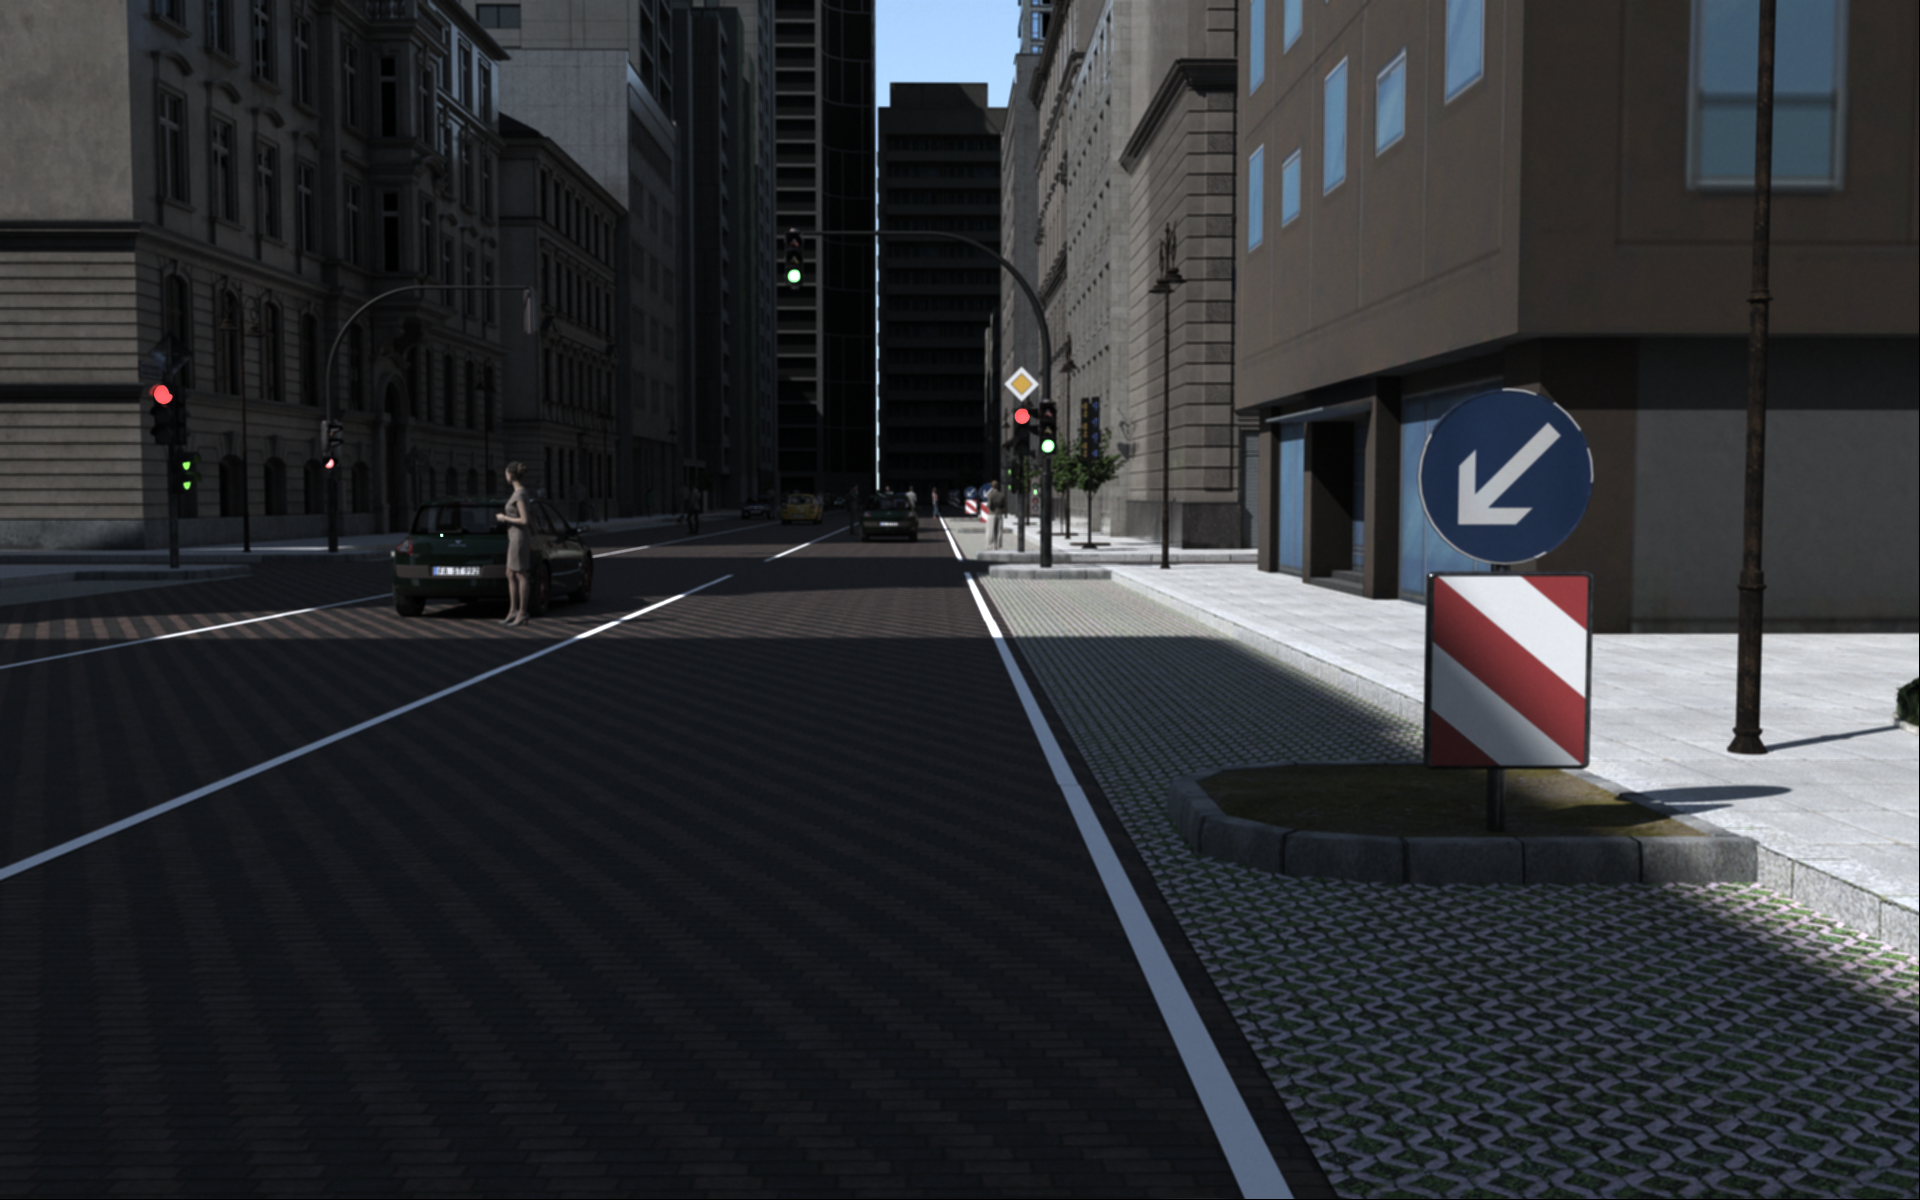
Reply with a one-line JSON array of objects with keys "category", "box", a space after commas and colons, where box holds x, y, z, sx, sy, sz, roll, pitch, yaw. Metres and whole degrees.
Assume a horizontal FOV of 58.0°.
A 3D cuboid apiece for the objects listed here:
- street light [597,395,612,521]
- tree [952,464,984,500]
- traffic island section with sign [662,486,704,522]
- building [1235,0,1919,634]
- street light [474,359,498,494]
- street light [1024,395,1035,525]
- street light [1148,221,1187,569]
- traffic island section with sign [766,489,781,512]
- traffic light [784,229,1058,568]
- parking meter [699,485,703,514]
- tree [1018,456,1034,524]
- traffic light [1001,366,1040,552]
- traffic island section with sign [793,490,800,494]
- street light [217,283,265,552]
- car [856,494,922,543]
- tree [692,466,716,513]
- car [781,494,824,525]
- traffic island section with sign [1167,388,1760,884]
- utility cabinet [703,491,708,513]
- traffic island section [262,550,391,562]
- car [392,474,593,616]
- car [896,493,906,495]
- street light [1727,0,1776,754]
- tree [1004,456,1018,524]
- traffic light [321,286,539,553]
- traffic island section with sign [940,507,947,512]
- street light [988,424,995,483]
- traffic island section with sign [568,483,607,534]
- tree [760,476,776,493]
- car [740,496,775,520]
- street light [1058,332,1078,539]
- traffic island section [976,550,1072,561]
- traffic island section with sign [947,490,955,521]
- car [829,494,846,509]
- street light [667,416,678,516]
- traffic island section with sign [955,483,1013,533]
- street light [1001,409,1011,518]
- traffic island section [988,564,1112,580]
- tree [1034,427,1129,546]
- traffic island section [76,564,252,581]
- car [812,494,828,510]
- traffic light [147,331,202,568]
[{"category": "street light", "box": [-16.578, -6.615, 80.946, 0.468, 5.910, 1.993, 0, 4, -1]}, {"category": "tree", "box": [0.853, -12.271, 184.352, 4.285, 4.588, 4.351, 0, 3, 0]}, {"category": "traffic island section with sign", "box": [-14.359, -4.974, 89.959, 1.989, 1.847, 2.006, 0, 4, -1]}, {"category": "building", "box": [11.695, -22.701, 21.280, 14.600, 45.320, 14.200, 0, 4, -1]}, {"category": "street light", "box": [-16.180, -5.285, 59.203, 0.468, 5.910, 1.993, 0, 4, -1]}, {"category": "street light", "box": [2.775, -5.988, 70.689, 0.468, 5.910, 1.993, 0, 4, -1]}, {"category": "street light", "box": [3.533, -3.477, 29.630, 0.468, 5.910, 1.993, 0, 4, -1]}, {"category": "traffic island section with sign", "box": [-15.246, -8.019, 139.741, 1.989, 1.847, 2.006, 0, 4, -1]}, {"category": "traffic light", "box": [-0.614, -3.383, 29.978, 4.771, 5.953, 1.251, 0, 4, -1]}, {"category": "parking meter", "box": [-16.622, -6.444, 111.064, 0.255, 1.863, 0.399, -1, 4, -9]}, {"category": "tree", "box": [3.046, -3.627, 53.901, 1.663, 3.219, 1.824, 0, 3, 0]}, {"category": "traffic light", "box": [1.334, -3.010, 38.140, 0.839, 4.253, 0.868, 0, 4, -1]}, {"category": "traffic island section with sign", "box": [-15.727, -9.668, 166.692, 1.989, 1.847, 2.006, 0, 4, -1]}, {"category": "street light", "box": [-15.748, -3.993, 38.073, 0.468, 5.910, 1.993, 0, 4, -1]}, {"category": "car", "box": [-2.156, -2.615, 52.546, 2.009, 1.686, 4.222, 0, 4, -2]}, {"category": "tree", "box": [-17.468, -7.553, 118.088, 1.663, 3.219, 1.824, 0, 3, 0]}, {"category": "car", "box": [-7.470, -4.389, 81.991, 2.015, 1.641, 3.980, 0, 3, 0]}, {"category": "traffic island section with sign", "box": [1.926, 0.083, 7.268, 1.989, 1.847, 2.006, 0, 4, -1]}, {"category": "utility cabinet", "box": [-16.769, -6.387, 113.104, 0.318, 1.500, 1.173, -1, 4, -21]}, {"category": "traffic island section", "box": [-13.765, -0.961, 37.992, 2.009, 0.180, 2.903, 0, 4, -1]}, {"category": "car", "box": [-5.754, -0.727, 21.676, 2.009, 1.686, 4.222, 0, 4, -1]}, {"category": "car", "box": [-4.296, -7.333, 129.481, 1.945, 1.707, 3.694, 0, 4, -1]}, {"category": "street light", "box": [3.916, -2.180, 8.438, 0.468, 5.910, 1.993, 0, 4, -1]}, {"category": "tree", "box": [2.768, -4.813, 73.301, 1.663, 3.219, 1.824, 0, 3, 0]}, {"category": "traffic light", "box": [-11.635, -3.869, 37.930, 4.771, 5.953, 1.251, 0, 4, -1]}, {"category": "traffic island section with sign", "box": [-0.427, -8.062, 140.446, 1.989, 1.847, 2.006, 0, 4, -1]}, {"category": "street light", "box": [2.024, -8.573, 112.960, 0.468, 5.910, 1.993, 0, 4, -1]}, {"category": "traffic island section with sign", "box": [-13.867, -3.301, 62.598, 1.989, 1.847, 2.006, 0, 4, -1]}, {"category": "tree", "box": [-18.175, -10.523, 166.655, 1.663, 3.219, 1.824, 0, 3, 0]}, {"category": "car", "box": [-11.491, -5.268, 98.712, 1.945, 1.354, 3.894, 0, 4, -2]}, {"category": "street light", "box": [3.090, -4.688, 49.439, 0.468, 5.910, 1.993, 0, 4, -1]}, {"category": "traffic island section", "box": [1.374, -0.977, 38.255, 2.009, 0.180, 2.903, 0, 4, -1]}, {"category": "traffic island section with sign", "box": [0.443, -5.022, 90.733, 1.989, 1.847, 2.006, 0, 4, -1]}, {"category": "car", "box": [-11.976, -9.398, 165.448, 2.131, 1.459, 4.920, 0, 4, -2]}, {"category": "street light", "box": [-16.966, -7.927, 102.391, 0.468, 5.910, 1.993, 0, 4, -1]}, {"category": "traffic island section with sign", "box": [0.916, -3.373, 63.782, 1.989, 1.847, 2.006, 0, 4, -1]}, {"category": "street light", "box": [2.436, -7.280, 91.820, 0.468, 5.910, 1.993, 0, 4, -1]}, {"category": "traffic island section", "box": [1.516, -0.489, 30.271, 2.009, 0.180, 2.903, 0, 4, -1]}, {"category": "tree", "box": [3.154, -2.988, 43.452, 1.663, 3.219, 1.824, 0, 3, 0]}, {"category": "traffic island section", "box": [-13.623, -0.473, 30.008, 2.009, 0.180, 2.903, 0, 4, -1]}, {"category": "car", "box": [-12.831, -8.773, 155.228, 2.131, 1.459, 4.920, 0, 4, 1]}, {"category": "traffic light", "box": [-13.583, -2.505, 29.874, 0.839, 4.253, 0.868, 0, 4, -1]}]
